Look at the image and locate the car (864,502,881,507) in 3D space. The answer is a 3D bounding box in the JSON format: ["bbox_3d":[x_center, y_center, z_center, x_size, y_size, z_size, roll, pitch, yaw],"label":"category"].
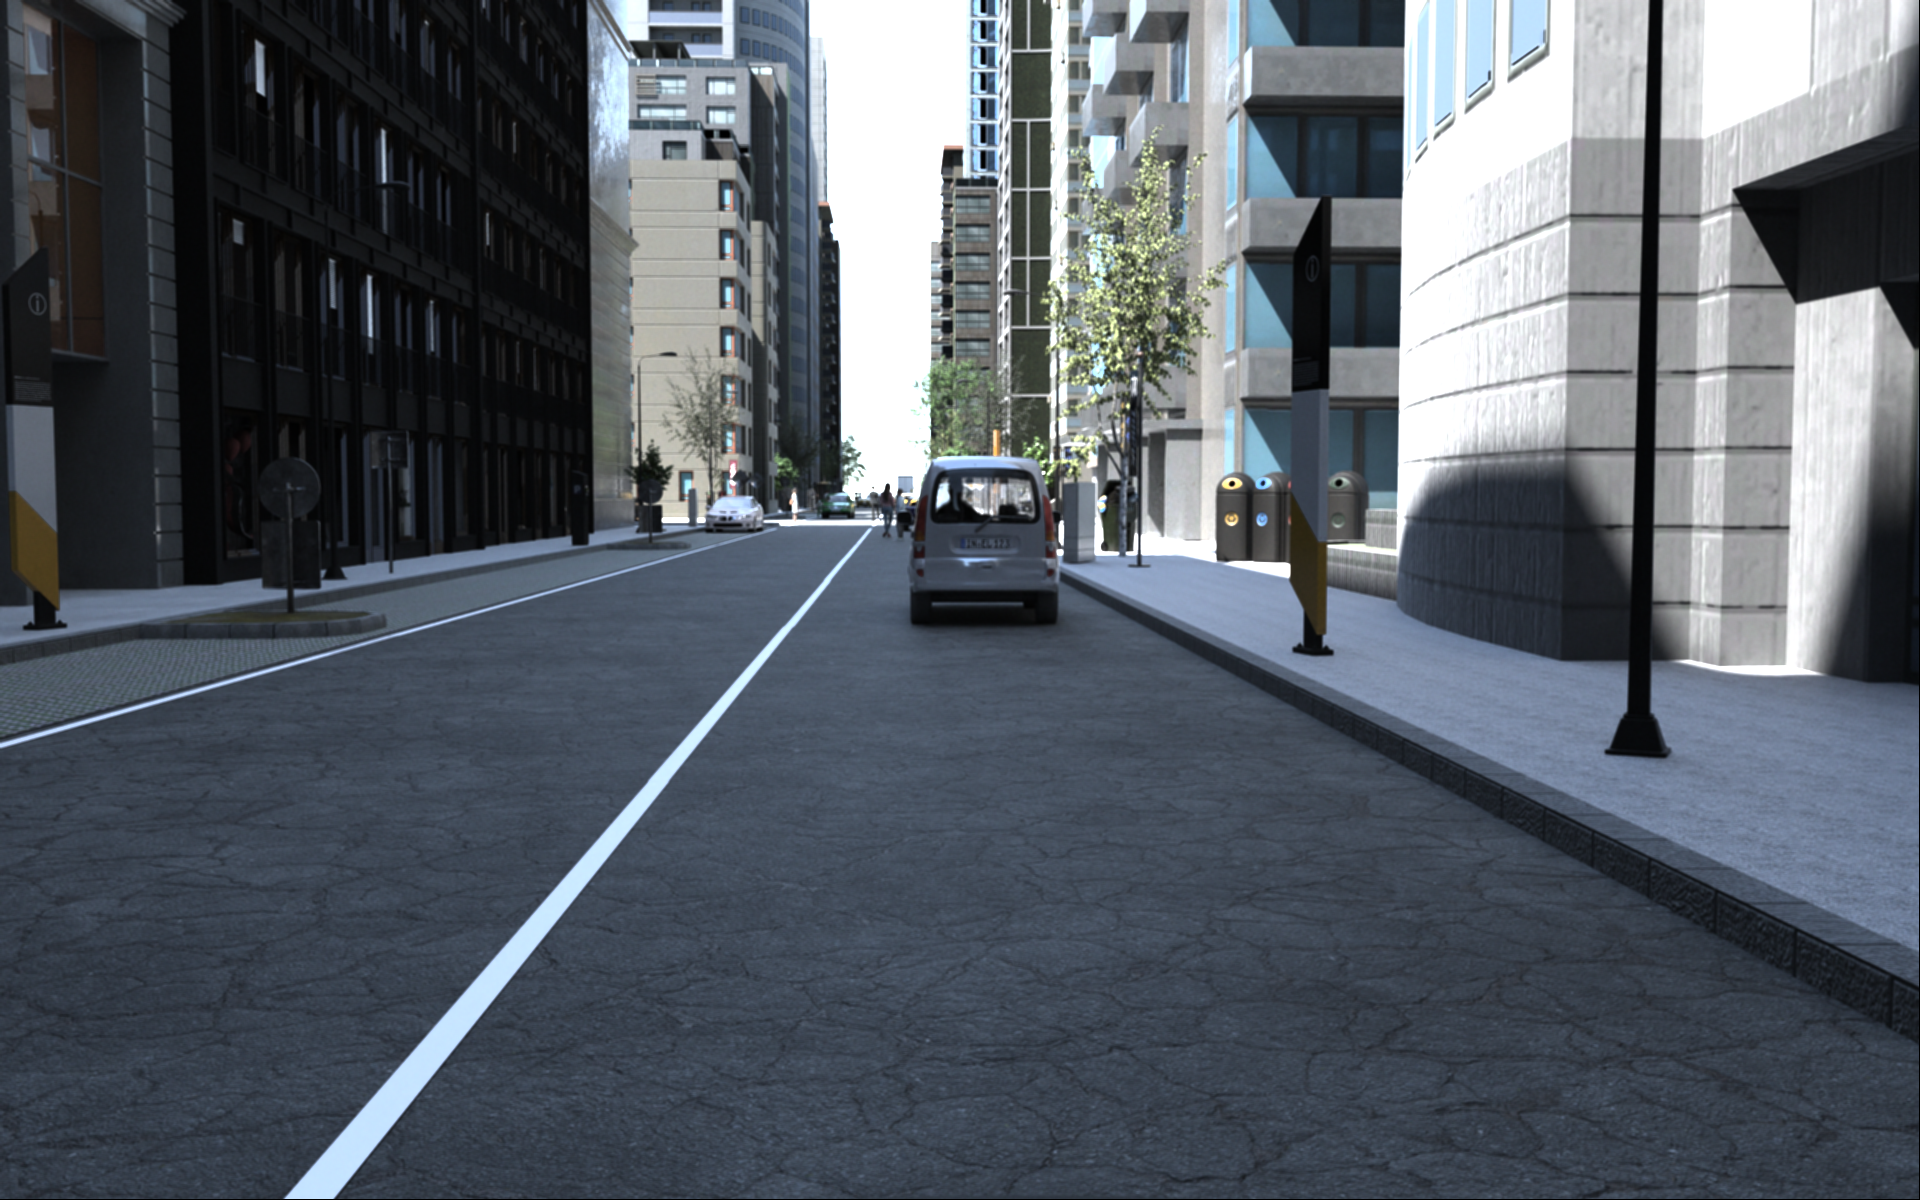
[{"bbox_3d":[-9.882,-11.224,195.867,2.083,1.381,4.827,0,3,0],"label":"car"}]

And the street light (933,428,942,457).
[{"bbox_3d":[-1.219,-9.153,122.192,1.470,5.913,1.316,0,4,-2],"label":"street light"}]

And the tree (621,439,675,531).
[{"bbox_3d":[-10.647,-4.017,60.284,1.663,3.219,1.824,0,3,0],"label":"tree"}]

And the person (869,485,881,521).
[{"bbox_3d":[-4.565,-5.183,92.611,0.648,1.900,0.474,0,4,-1],"label":"person"}]

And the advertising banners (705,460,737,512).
[{"bbox_3d":[-12.215,-5.663,88.778,2.074,3.025,0.090,2,4,31],"label":"advertising banners"}]

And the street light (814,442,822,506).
[{"bbox_3d":[-13.257,-11.120,154.347,1.470,5.913,1.316,0,4,-2],"label":"street light"}]

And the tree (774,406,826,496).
[{"bbox_3d":[-14.045,-12.138,148.823,4.360,8.622,3.978,0,3,0],"label":"tree"}]

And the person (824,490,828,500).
[{"bbox_3d":[-9.499,-7.065,124.587,0.480,1.755,0.524,0,4,6],"label":"person"}]

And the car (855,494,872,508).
[{"bbox_3d":[-10.140,-10.606,183.636,2.015,1.641,3.980,0,4,-4],"label":"car"}]

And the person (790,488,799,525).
[{"bbox_3d":[-7.683,-4.353,80.683,0.522,1.701,0.512,-1,4,-22],"label":"person"}]

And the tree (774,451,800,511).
[{"bbox_3d":[-13.881,-9.083,132.213,4.285,4.588,4.351,0,3,0],"label":"tree"}]

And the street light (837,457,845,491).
[{"bbox_3d":[-15.427,-14.901,216.177,1.470,5.913,1.316,0,4,-2],"label":"street light"}]

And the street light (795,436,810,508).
[{"bbox_3d":[-12.686,-10.175,138.902,1.470,5.913,1.316,0,4,-2],"label":"street light"}]

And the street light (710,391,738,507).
[{"bbox_3d":[-10.657,-6.440,77.834,1.470,5.913,1.316,0,4,-2],"label":"street light"}]

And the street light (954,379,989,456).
[{"bbox_3d":[0.609,-5.975,70.228,1.470,5.913,1.316,0,4,-2],"label":"street light"}]

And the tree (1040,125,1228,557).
[{"bbox_3d":[3.393,-5.209,35.533,4.737,8.622,4.395,0,3,0],"label":"tree"}]

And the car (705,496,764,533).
[{"bbox_3d":[-8.515,-3.256,65.591,2.083,1.381,4.827,0,4,-1],"label":"car"}]

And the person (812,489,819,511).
[{"bbox_3d":[-11.387,-7.766,135.430,0.822,1.834,0.622,-1,4,-13],"label":"person"}]

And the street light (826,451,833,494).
[{"bbox_3d":[-14.408,-13.031,185.593,1.470,5.913,1.316,0,4,-2],"label":"street light"}]

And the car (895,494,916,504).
[{"bbox_3d":[-4.089,-7.642,135.170,2.015,1.641,3.980,0,4,-4],"label":"car"}]

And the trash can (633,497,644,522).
[{"bbox_3d":[-14.806,-4.142,79.368,0.748,1.137,0.748,0,3,0],"label":"trash can"}]

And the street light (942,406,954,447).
[{"bbox_3d":[-0.050,-7.286,91.664,1.470,5.913,1.316,0,4,-2],"label":"street light"}]

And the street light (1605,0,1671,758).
[{"bbox_3d":[2.823,-2.193,8.400,1.470,5.913,1.316,0,4,-2],"label":"street light"}]

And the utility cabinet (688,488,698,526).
[{"bbox_3d":[-10.585,-3.668,68.644,0.318,1.500,1.173,0,4,-5],"label":"utility cabinet"}]

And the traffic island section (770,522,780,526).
[{"bbox_3d":[-9.187,-3.416,78.129,2.009,0.180,2.903,0,4,-2],"label":"traffic island section"}]

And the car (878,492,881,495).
[{"bbox_3d":[-13.854,-18.381,309.206,2.281,1.827,5.304,0,4,-2],"label":"car"}]

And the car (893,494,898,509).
[{"bbox_3d":[-5.533,-9.348,162.629,2.009,1.686,4.222,0,4,-1],"label":"car"}]

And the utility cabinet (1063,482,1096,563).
[{"bbox_3d":[2.228,-1.453,32.432,0.318,1.500,1.173,1,4,21],"label":"utility cabinet"}]

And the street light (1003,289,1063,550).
[{"bbox_3d":[1.682,-4.096,39.505,1.470,5.913,1.316,0,4,-2],"label":"street light"}]

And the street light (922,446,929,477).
[{"bbox_3d":[-2.716,-11.933,167.643,1.470,5.913,1.316,0,4,-2],"label":"street light"}]

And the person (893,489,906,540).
[{"bbox_3d":[-1.861,-2.654,53.711,0.330,1.601,0.589,1,4,22],"label":"person"}]

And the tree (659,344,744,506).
[{"bbox_3d":[-12.284,-8.185,84.185,4.360,8.622,3.978,0,3,0],"label":"tree"}]

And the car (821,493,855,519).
[{"bbox_3d":[-7.227,-5.751,102.831,1.959,1.807,4.718,0,3,0],"label":"car"}]

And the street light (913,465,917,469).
[{"bbox_3d":[-5.649,-16.977,250.115,1.470,5.913,1.316,0,4,-2],"label":"street light"}]

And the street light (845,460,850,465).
[{"bbox_3d":[-16.191,-16.202,237.440,1.470,5.913,1.316,0,4,-2],"label":"street light"}]

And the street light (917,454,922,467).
[{"bbox_3d":[-3.885,-13.862,199.180,1.470,5.913,1.316,0,4,-2],"label":"street light"}]

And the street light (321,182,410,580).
[{"bbox_3d":[-8.869,-3.263,25.883,1.470,5.913,1.316,0,4,-2],"label":"street light"}]

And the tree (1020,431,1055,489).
[{"bbox_3d":[2.242,-3.580,53.129,1.663,3.219,1.824,0,3,0],"label":"tree"}]

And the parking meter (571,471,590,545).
[{"bbox_3d":[-9.488,-2.299,43.293,0.399,1.863,0.255,1,4,14],"label":"parking meter"}]

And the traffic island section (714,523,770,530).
[{"bbox_3d":[-8.909,-2.928,70.149,2.009,0.180,2.903,0,4,-2],"label":"traffic island section"}]

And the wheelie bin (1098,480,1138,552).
[{"bbox_3d":[3.544,-1.856,38.252,0.980,1.594,0.693,-2,4,-31],"label":"wheelie bin"}]

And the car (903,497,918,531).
[{"bbox_3d":[-1.465,-3.421,68.521,1.945,1.354,3.894,0,4,-4],"label":"car"}]

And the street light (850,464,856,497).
[{"bbox_3d":[-17.287,-18.069,267.971,1.470,5.913,1.316,0,4,-2],"label":"street light"}]

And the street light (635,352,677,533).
[{"bbox_3d":[-9.958,-5.154,56.809,1.470,5.913,1.316,0,4,-2],"label":"street light"}]

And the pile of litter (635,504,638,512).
[{"bbox_3d":[-15.279,-4.200,82.627,1.719,0.858,1.176,-2,4,-25],"label":"pile of litter"}]

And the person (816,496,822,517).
[{"bbox_3d":[-8.663,-5.771,107.112,0.590,1.304,0.306,-2,4,-27],"label":"person"}]

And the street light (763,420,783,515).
[{"bbox_3d":[-11.739,-8.307,108.366,1.470,5.913,1.316,0,4,-2],"label":"street light"}]

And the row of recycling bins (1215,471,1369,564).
[{"bbox_3d":[6.116,-1.525,32.044,1.069,1.692,3.534,-3,4,-36],"label":"row of recycling bins"}]

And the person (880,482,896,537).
[{"bbox_3d":[-2.376,-2.995,57.470,0.555,1.821,0.388,0,4,3],"label":"person"}]
